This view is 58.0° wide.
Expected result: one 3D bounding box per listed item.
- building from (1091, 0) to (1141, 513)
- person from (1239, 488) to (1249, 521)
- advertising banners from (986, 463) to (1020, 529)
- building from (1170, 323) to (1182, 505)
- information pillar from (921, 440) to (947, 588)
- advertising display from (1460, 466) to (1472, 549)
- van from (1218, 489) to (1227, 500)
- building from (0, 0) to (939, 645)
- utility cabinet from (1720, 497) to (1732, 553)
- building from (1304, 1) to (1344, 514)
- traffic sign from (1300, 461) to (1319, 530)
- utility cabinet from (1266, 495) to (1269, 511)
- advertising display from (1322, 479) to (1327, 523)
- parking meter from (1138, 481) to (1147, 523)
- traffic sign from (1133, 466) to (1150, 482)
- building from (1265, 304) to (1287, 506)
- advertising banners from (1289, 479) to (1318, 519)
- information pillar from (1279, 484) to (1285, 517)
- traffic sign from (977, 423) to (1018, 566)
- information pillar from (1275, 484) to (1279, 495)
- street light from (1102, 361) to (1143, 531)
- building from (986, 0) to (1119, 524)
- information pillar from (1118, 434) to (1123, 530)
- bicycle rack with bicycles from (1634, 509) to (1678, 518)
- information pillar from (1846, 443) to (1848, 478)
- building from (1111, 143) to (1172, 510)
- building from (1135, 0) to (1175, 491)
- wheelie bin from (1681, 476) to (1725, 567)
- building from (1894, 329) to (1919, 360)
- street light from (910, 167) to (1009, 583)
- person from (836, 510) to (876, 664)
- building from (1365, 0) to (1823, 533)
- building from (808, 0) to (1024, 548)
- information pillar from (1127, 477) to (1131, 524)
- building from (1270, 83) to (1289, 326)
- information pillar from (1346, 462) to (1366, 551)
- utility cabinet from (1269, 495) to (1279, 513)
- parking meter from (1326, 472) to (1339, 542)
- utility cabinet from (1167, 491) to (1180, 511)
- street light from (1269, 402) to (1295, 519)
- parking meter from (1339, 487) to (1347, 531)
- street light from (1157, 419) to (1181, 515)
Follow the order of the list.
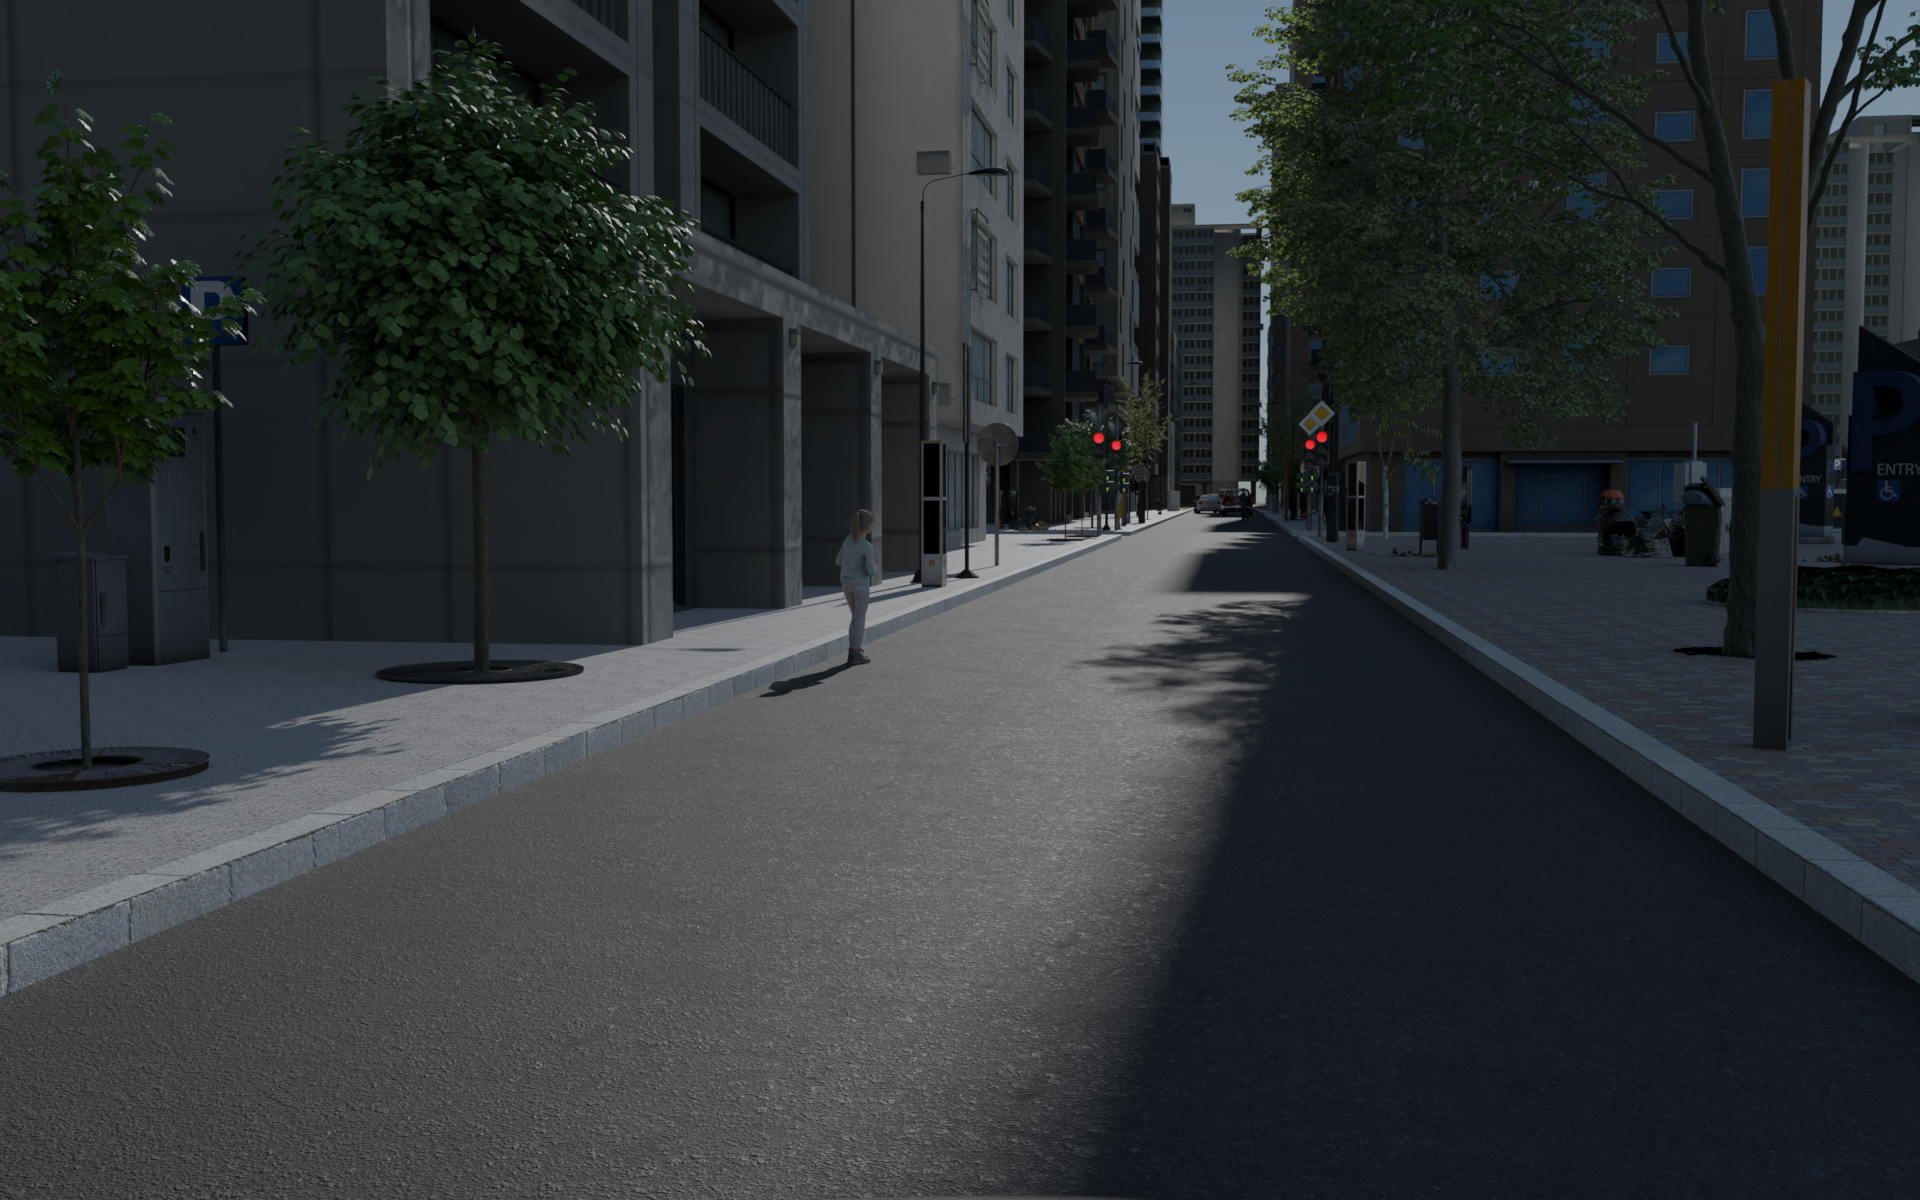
[{"bbox_3d":[-1.361,-32.582,121.955,28.713,52.752,27.495,1,4,9],"label":"building"},{"bbox_3d":[14.988,-5.039,91.308,0.534,1.772,0.576,0,4,5],"label":"person"},{"bbox_3d":[1.457,-4.117,63.507,0.090,3.025,2.074,-3,5,-40],"label":"advertising banners"},{"bbox_3d":[10.431,-21.636,198.783,28.899,21.520,27.650,1,4,9],"label":"building"},{"bbox_3d":[-0.358,-1.185,23.870,0.304,2.012,0.304,1,4,13],"label":"information pillar"},{"bbox_3d":[11.813,-2.173,40.746,0.123,1.923,0.974,0,4,-3],"label":"advertising display"},{"bbox_3d":[22.015,-8.323,143.096,2.013,2.044,4.112,0,4,8],"label":"van"},{"bbox_3d":[-11.159,-35.841,24.246,20.563,71.187,20.611,1,4,9],"label":"building"},{"bbox_3d":[16.440,-1.623,37.698,1.020,1.237,0.306,-1,4,-20],"label":"utility cabinet"},{"bbox_3d":[33.017,-27.770,108.662,22.147,44.769,28.867,1,4,9],"label":"building"},{"bbox_3d":[12.402,-3.738,61.220,0.768,2.556,0.104,1,4,10],"label":"traffic sign"},{"bbox_3d":[23.463,-7.328,130.982,0.306,1.237,1.020,-1,4,-9],"label":"utility cabinet"},{"bbox_3d":[16.145,-4.316,75.781,0.974,1.923,0.123,-3,5,-40],"label":"advertising display"},{"bbox_3d":[7.947,-4.281,75.704,0.255,1.863,0.399,0,4,-5],"label":"parking meter"},{"bbox_3d":[8.322,-4.849,79.392,0.768,2.556,0.104,1,4,10],"label":"traffic sign"},{"bbox_3d":[44.432,-19.892,170.277,27.650,21.520,28.899,1,4,9],"label":"building"},{"bbox_3d":[17.983,-5.767,90.482,0.090,3.025,2.074,-3,4,-36],"label":"advertising banners"},{"bbox_3d":[18.587,-5.787,99.109,0.304,2.012,0.304,-1,4,-11],"label":"information pillar"},{"bbox_3d":[0.657,-1.883,30.891,0.768,2.556,0.104,1,4,16],"label":"traffic sign"},{"bbox_3d":[22.585,-7.251,123.038,0.304,2.012,0.304,3,4,38],"label":"information pillar"},{"bbox_3d":[5.695,-5.395,60.744,1.470,5.913,1.316,1,4,9],"label":"street light"},{"bbox_3d":[-3.694,-26.384,86.006,22.147,44.769,28.867,1,4,9],"label":"building"},{"bbox_3d":[5.700,-4.317,61.931,0.183,3.616,0.504,1,4,21],"label":"information pillar"},{"bbox_3d":[16.566,-1.672,40.713,2.852,0.926,2.925,-1,4,-15],"label":"bicycle rack with bicycles"},{"bbox_3d":[31.305,-4.240,60.675,0.183,3.616,0.504,-2,4,-26],"label":"information pillar"},{"bbox_3d":[10.136,-22.726,143.274,14.160,30.474,14.107,1,4,9],"label":"building"},{"bbox_3d":[9.587,-52.104,164.579,22.319,86.520,31.000,1,4,9],"label":"building"},{"bbox_3d":[13.197,-1.399,30.787,0.693,1.594,0.980,2,4,28],"label":"wheelie bin"},{"bbox_3d":[52.490,-45.789,61.319,31.000,86.520,22.319,1,4,9],"label":"building"},{"bbox_3d":[-0.006,-3.199,24.840,1.470,5.913,1.316,1,4,9],"label":"street light"},{"bbox_3d":[-0.858,-0.116,14.671,0.425,1.301,0.394,2,4,27],"label":"person"},{"bbox_3d":[21.526,-25.232,62.658,14.200,45.320,14.600,1,4,9],"label":"building"},{"bbox_3d":[-5.684,-22.059,44.266,14.086,41.232,14.154,1,4,9],"label":"building"},{"bbox_3d":[7.195,-4.304,74.868,0.304,2.012,0.304,1,4,23],"label":"information pillar"},{"bbox_3d":[45.890,-34.926,194.736,21.300,48.544,21.600,1,4,9],"label":"building"},{"bbox_3d":[8.975,-2.127,39.267,0.304,2.012,0.304,-3,5,-39],"label":"information pillar"},{"bbox_3d":[21.480,-6.529,117.912,0.306,1.237,1.020,1,4,20],"label":"utility cabinet"},{"bbox_3d":[9.962,-2.482,46.291,0.255,1.863,0.399,2,4,26],"label":"parking meter"},{"bbox_3d":[15.696,-7.256,127.322,0.318,1.500,1.173,3,5,42],"label":"utility cabinet"},{"bbox_3d":[16.226,-7.012,87.193,1.470,5.913,1.316,1,4,9],"label":"street light"},{"bbox_3d":[13.277,-3.144,59.811,0.372,1.533,0.369,0,3,0],"label":"parking meter"},{"bbox_3d":[12.967,-8.251,107.437,1.470,5.913,1.316,1,4,9],"label":"street light"}]
